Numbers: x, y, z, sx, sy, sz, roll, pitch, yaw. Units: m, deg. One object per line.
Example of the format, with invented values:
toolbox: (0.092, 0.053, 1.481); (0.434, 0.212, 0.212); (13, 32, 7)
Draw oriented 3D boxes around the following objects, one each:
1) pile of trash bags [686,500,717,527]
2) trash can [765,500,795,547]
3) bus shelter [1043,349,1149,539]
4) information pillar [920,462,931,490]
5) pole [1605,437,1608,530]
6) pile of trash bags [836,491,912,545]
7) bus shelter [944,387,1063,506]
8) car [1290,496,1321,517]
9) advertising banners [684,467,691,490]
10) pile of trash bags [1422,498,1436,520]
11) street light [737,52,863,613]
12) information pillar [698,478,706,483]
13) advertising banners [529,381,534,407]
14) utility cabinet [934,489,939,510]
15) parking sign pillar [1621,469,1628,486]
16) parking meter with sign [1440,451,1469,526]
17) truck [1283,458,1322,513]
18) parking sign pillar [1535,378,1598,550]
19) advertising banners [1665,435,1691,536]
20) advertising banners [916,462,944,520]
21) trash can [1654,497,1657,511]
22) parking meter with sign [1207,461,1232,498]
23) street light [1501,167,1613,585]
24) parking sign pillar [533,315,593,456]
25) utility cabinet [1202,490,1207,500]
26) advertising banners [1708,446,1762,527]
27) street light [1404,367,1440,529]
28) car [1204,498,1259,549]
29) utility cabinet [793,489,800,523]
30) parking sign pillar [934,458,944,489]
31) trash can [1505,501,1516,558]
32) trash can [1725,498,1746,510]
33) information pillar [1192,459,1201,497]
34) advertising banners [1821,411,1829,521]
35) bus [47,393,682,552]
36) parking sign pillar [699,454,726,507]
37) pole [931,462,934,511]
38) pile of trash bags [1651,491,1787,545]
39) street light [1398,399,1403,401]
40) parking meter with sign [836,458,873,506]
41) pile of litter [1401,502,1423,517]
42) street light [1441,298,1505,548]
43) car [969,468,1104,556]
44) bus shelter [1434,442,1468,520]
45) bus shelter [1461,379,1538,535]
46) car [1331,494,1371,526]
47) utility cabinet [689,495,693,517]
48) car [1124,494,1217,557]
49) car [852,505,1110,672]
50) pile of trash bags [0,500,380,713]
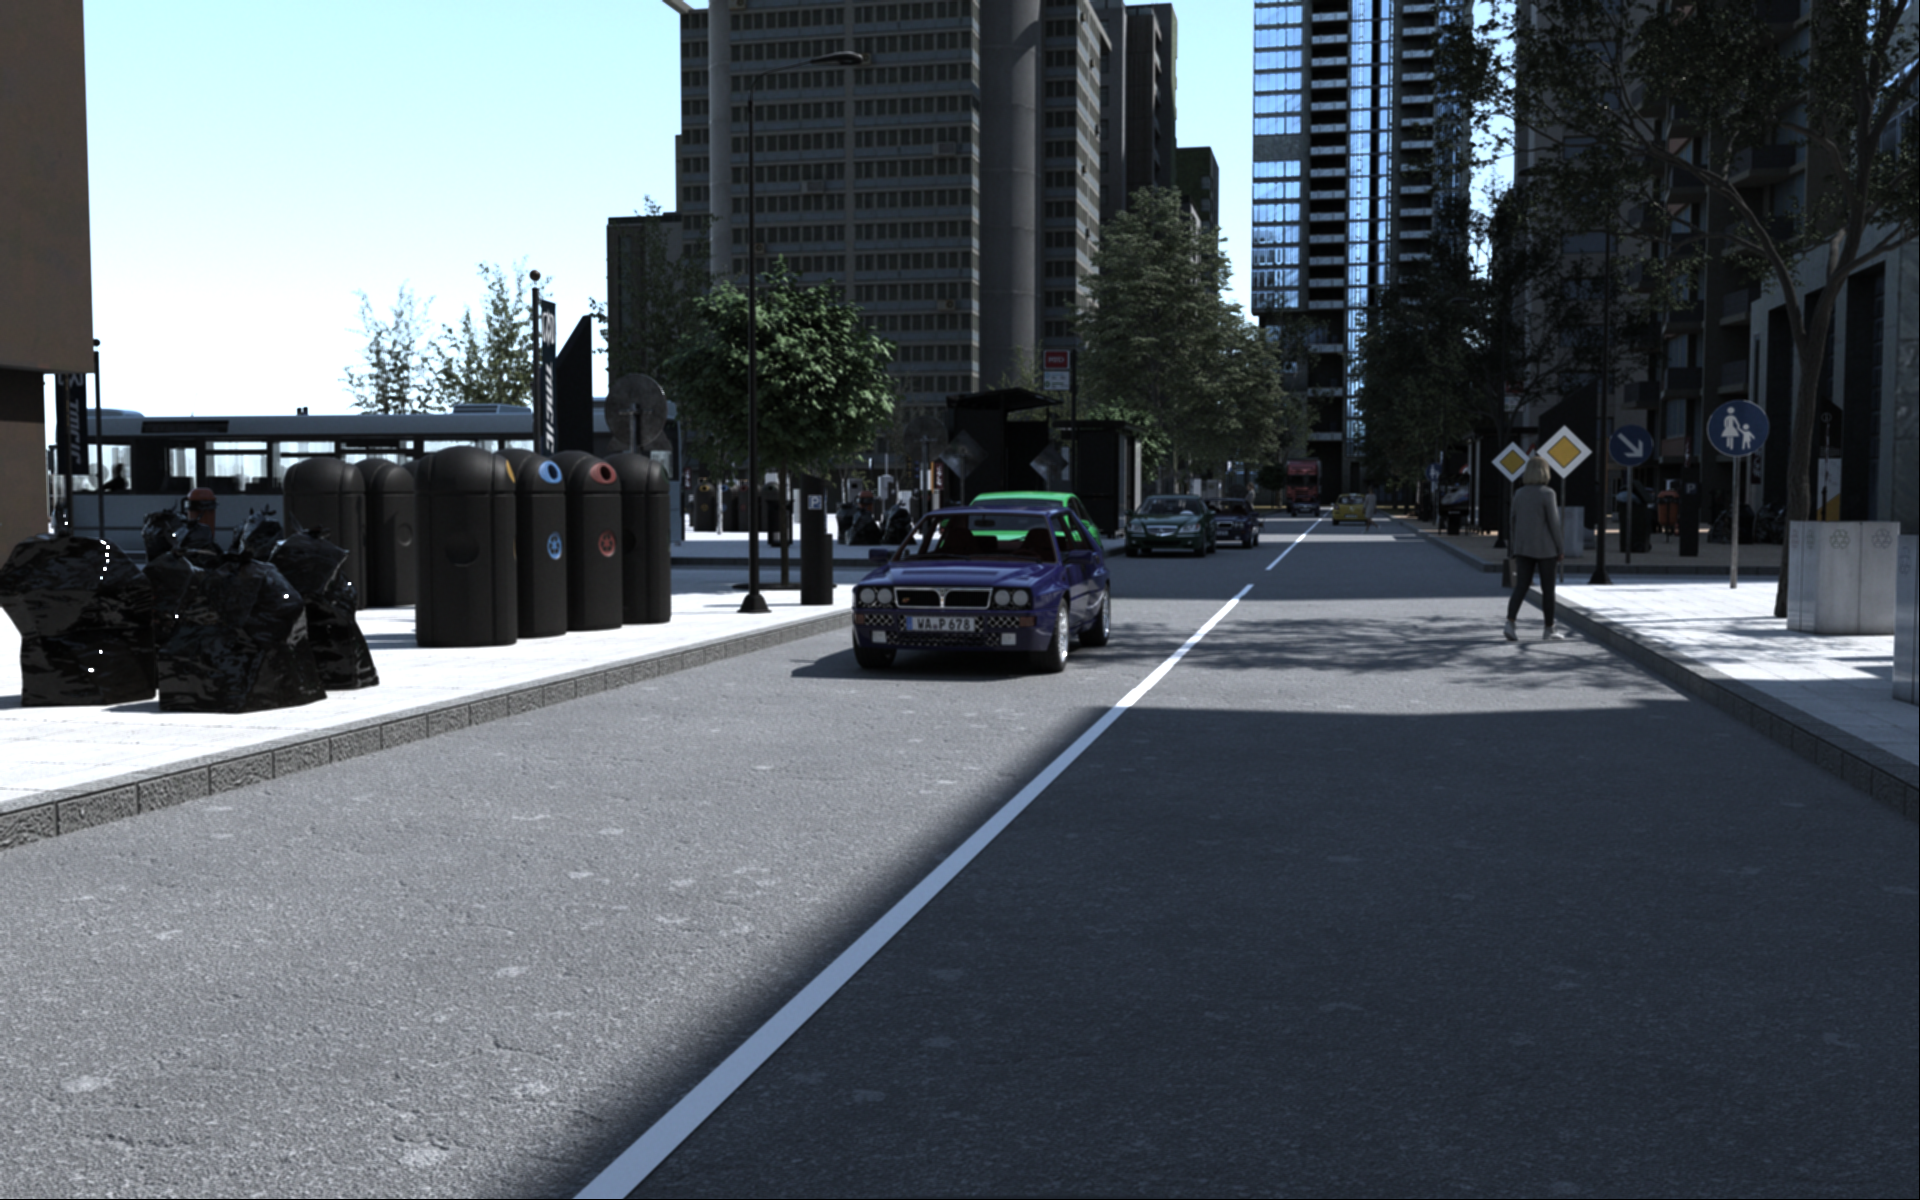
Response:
pile of trash bags: (-10.264, -3.611, 68.790); (3.447, 1.369, 1.912); (2, 4, 30)
trash can: (-4.368, -1.859, 42.044); (0.748, 1.137, 0.748); (0, 3, 0)
bus shelter: (3.946, -4.459, 50.535); (2.179, 5.291, 8.768); (1, 4, 13)
information pillar: (-1.175, -4.175, 59.624); (0.183, 3.616, 0.504); (-3, 5, -40)
pole: (23.171, -4.185, 62.272); (0.158, 3.312, 0.155); (0, 3, 0)
pile of trash bags: (-2.276, -2.147, 44.858); (1.912, 1.369, 3.447); (-1, 4, -11)
bus shelter: (1.118, -3.060, 41.313); (1.731, 3.624, 6.357); (1, 4, 13)
car: (22.109, -6.005, 110.760); (1.945, 1.354, 3.894); (1, 4, 12)
advertising banners: (-16.906, -7.096, 112.206); (2.074, 3.025, 0.090); (-1, 4, -22)
pile of trash bags: (24.375, -4.741, 87.275); (1.912, 1.369, 3.447); (2, 4, 25)
street light: (-1.705, -2.810, 18.482); (1.470, 5.913, 1.316); (1, 4, 13)
information pillar: (-11.805, -4.589, 79.523); (0.304, 2.012, 0.304); (1, 4, 14)
advertising banners: (-6.622, -1.942, 27.947); (0.090, 3.025, 2.074); (0, 4, 3)
utility cabinet: (-0.702, -4.031, 74.580); (1.173, 1.500, 0.318); (-1, 4, -21)
parking sign pillar: (39.202, -6.872, 100.825); (1.447, 3.967, 1.447); (1, 4, 9)
parking meter with sign: (20.220, -4.486, 69.604); (1.738, 3.016, 0.543); (0, 4, 3)
truck: (26.879, -8.954, 135.315); (2.839, 4.237, 11.283); (1, 4, 13)
parking sign pillar: (14.128, -3.178, 40.426); (1.447, 3.967, 1.447); (0, 4, 6)
advertising banners: (21.845, -3.455, 52.681); (0.090, 3.025, 2.074); (0, 4, 5)
advertising banners: (-0.468, -3.615, 55.286); (2.074, 3.025, 0.090); (-2, 4, -28)
trash can: (30.591, -3.933, 75.962); (0.748, 1.137, 0.748); (0, 3, 0)
parking meter with sign: (13.482, -5.845, 91.827); (1.738, 3.016, 0.543); (2, 4, 34)
street light: (8.607, -3.187, 24.652); (1.470, 5.913, 1.316); (1, 4, 13)
parking sign pillar: (-5.849, -2.270, 25.583); (1.447, 3.967, 1.447); (1, 4, 9)
utility cabinet: (14.891, -5.921, 105.490); (0.318, 1.500, 1.173); (1, 4, 12)
advertising banners: (21.064, -3.103, 46.926); (2.074, 3.025, 0.090); (-2, 4, -26)
street light: (17.090, -5.543, 63.170); (1.470, 5.913, 1.316); (1, 4, 13)
car: (7.103, -2.086, 46.687); (1.945, 1.354, 3.894); (1, 4, 13)
utility cabinet: (-7.111, -4.156, 76.626); (0.318, 1.500, 1.173); (-1, 4, -16)
parking sign pillar: (-1.473, -6.938, 101.914); (1.447, 3.967, 1.447); (0, 4, -6)
trash can: (10.904, -1.334, 33.457); (0.748, 1.137, 0.748); (0, 3, 0)
trash can: (26.954, -2.970, 60.215); (0.748, 1.137, 0.748); (0, 3, 0)
information pillar: (12.842, -6.270, 93.863); (0.504, 3.616, 0.183); (0, 4, -3)
advertising banners: (17.970, -2.433, 35.968); (0.090, 3.025, 2.074); (2, 4, 28)
bus: (-12.308, -2.434, 34.657); (13.247, 3.499, 2.948); (1, 4, 11)
parking sign pillar: (-12.068, -5.873, 84.488); (1.447, 3.967, 1.447); (0, 4, -7)
pole: (-1.108, -4.403, 65.835); (0.158, 3.312, 0.155); (0, 3, 0)
pile of trash bags: (19.896, -2.154, 44.963); (3.447, 1.369, 1.912); (1, 4, 20)
street light: (21.927, -6.844, 84.442); (1.470, 5.913, 1.316); (1, 4, 13)
parking meter with sign: (-5.101, -5.362, 83.934); (1.738, 3.016, 0.543); (-1, 4, -14)
pile of litter: (25.286, -5.018, 96.009); (1.719, 0.858, 1.176); (1, 4, 12)
street light: (12.316, -4.194, 41.116); (1.470, 5.913, 1.316); (1, 4, 13)
car: (0.836, -0.873, 23.068); (1.959, 1.807, 4.718); (1, 4, 12)
bus shelter: (23.320, -5.527, 81.643); (1.731, 3.624, 6.357); (1, 4, 13)
bus shelter: (18.061, -4.926, 58.168); (2.179, 5.291, 8.768); (1, 4, 13)
car: (18.181, -4.284, 80.267); (2.015, 1.641, 3.980); (1, 4, 14)
utility cabinet: (-14.487, -5.185, 95.929); (1.020, 1.237, 0.306); (0, 4, 1)
car: (5.013, -1.777, 40.859); (2.131, 1.459, 4.920); (1, 4, 13)
car: (0.275, -0.166, 15.287); (1.945, 1.354, 3.894); (1, 4, 13)
pile of trash bags: (-5.526, -0.096, 11.317); (3.447, 1.369, 1.912); (1, 4, 17)
